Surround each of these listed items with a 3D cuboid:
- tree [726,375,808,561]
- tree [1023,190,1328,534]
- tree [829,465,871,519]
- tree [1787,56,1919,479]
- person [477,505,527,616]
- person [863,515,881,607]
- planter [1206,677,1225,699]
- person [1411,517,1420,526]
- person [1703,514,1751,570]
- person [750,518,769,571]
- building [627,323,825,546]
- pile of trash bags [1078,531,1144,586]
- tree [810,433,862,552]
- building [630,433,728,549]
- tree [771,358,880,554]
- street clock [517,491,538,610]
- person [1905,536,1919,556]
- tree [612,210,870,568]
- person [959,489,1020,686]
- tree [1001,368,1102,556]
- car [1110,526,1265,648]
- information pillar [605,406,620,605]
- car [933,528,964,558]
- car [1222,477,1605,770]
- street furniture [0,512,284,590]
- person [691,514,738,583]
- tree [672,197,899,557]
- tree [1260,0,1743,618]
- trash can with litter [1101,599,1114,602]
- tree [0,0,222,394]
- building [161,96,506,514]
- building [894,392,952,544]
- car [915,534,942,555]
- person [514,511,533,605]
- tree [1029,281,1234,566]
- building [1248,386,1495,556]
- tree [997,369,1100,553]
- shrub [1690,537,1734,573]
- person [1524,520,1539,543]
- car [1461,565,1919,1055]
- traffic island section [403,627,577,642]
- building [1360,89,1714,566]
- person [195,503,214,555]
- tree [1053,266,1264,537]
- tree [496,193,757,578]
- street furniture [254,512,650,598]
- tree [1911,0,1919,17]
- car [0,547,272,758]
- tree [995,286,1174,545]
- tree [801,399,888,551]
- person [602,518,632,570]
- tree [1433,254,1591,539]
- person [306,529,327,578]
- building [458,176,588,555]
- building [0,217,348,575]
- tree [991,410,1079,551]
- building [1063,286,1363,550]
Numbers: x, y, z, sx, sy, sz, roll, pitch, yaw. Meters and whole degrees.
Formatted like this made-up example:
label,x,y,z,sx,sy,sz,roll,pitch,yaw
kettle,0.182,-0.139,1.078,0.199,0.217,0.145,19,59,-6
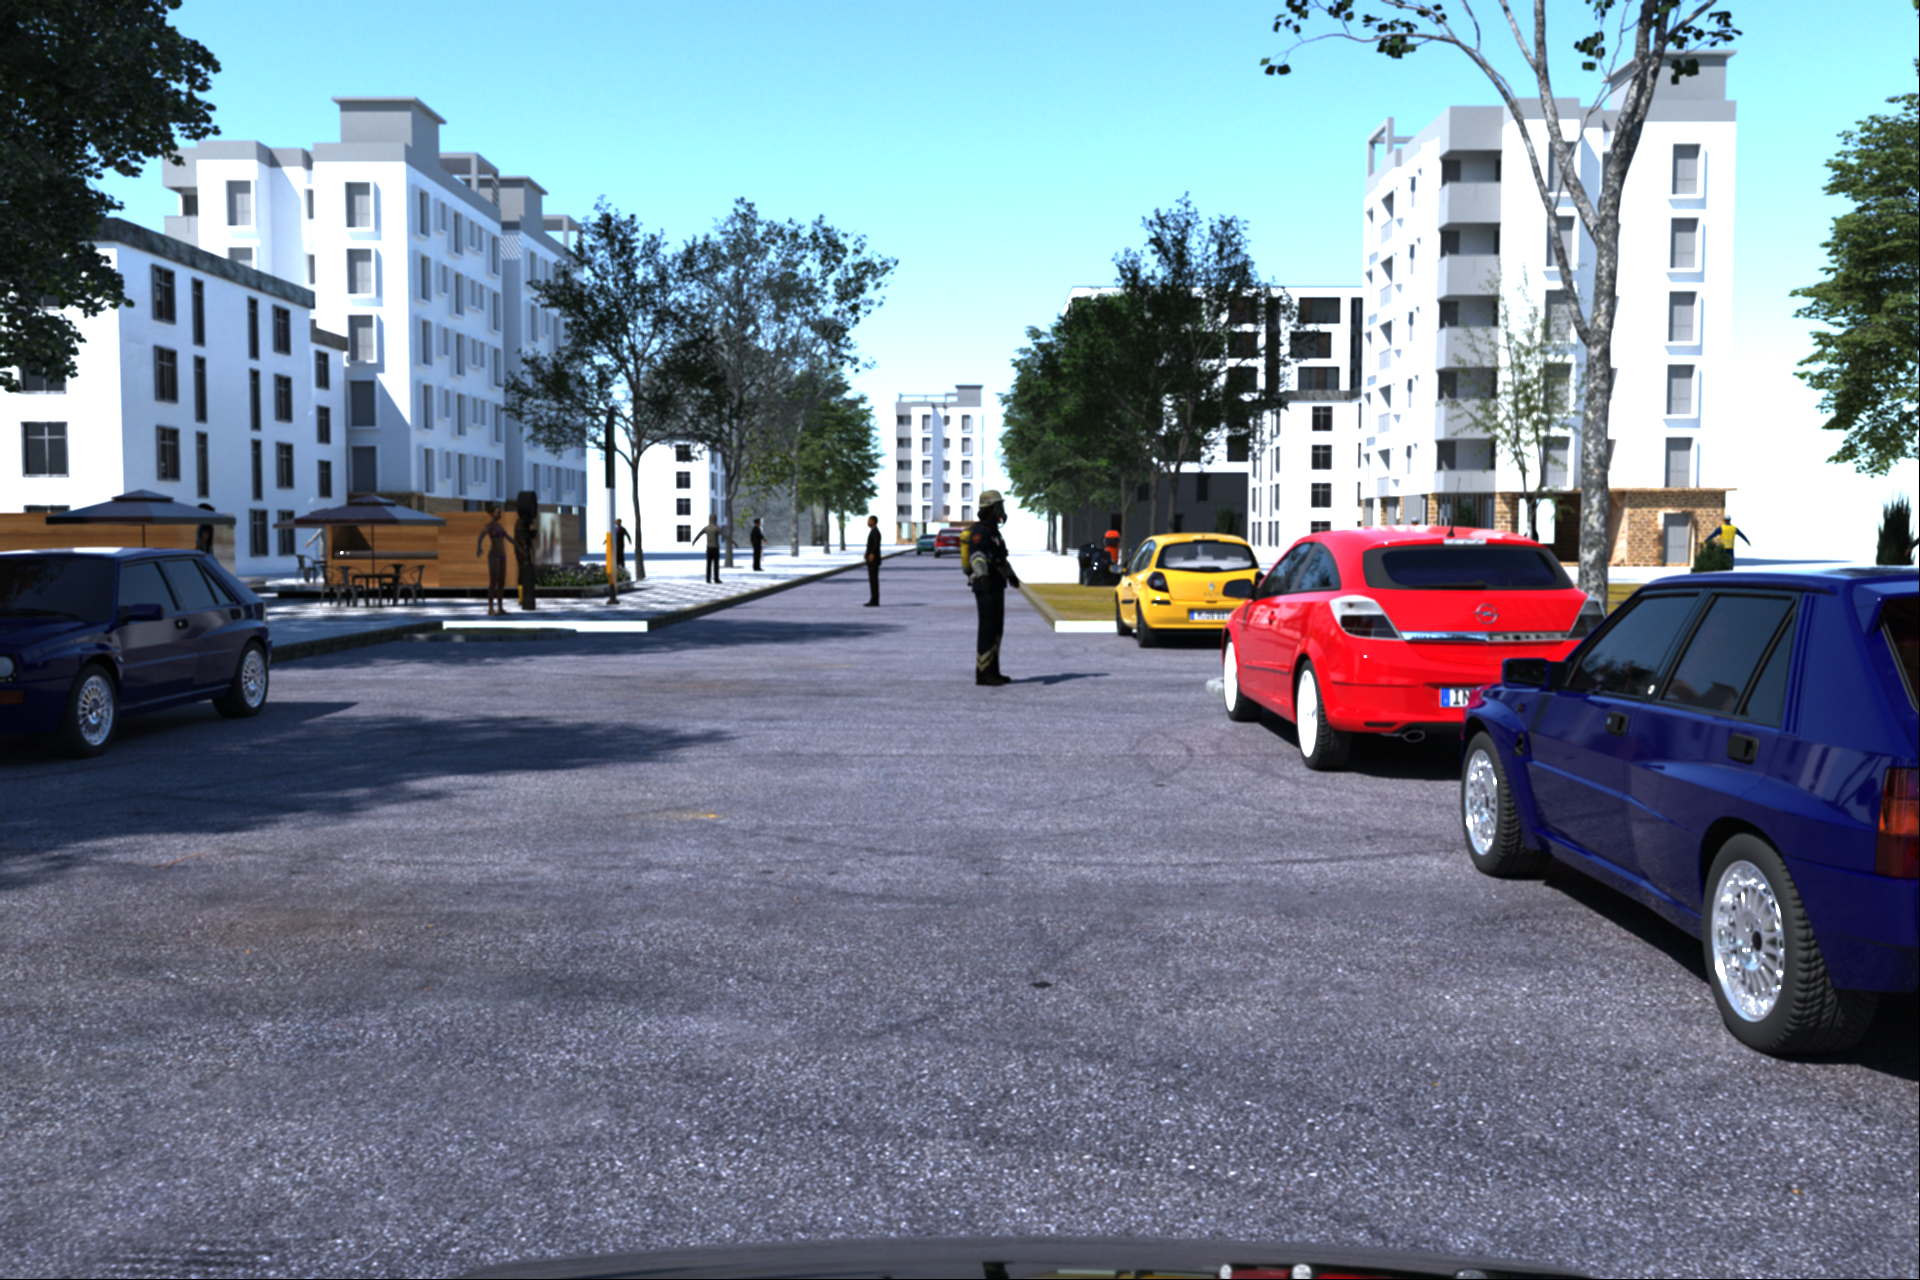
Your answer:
label,x,y,z,sx,sy,sz,roll,pitch,yaw
tree,-9.250,-7.995,81.082,4.737,8.622,4.395,0,3,0
tree,5.796,-6.951,48.057,8.767,10.594,7.601,1,4,9
tree,-14.785,-17.518,220.837,7.601,10.594,8.767,0,4,1
tree,22.437,-7.380,38.793,7.486,12.596,7.792,0,3,0
person,-7.239,-1.254,27.301,0.721,1.733,1.217,1,4,21
person,-1.743,-1.568,34.312,0.704,1.802,1.346,0,4,-8
planter,3.252,0.342,15.552,1.991,0.319,1.994,0,4,0
person,12.963,-2.644,49.688,0.721,1.772,1.216,-1,4,-14
person,21.109,-2.552,47.691,1.349,1.833,0.705,0,4,7
person,-7.019,-3.319,60.193,0.705,1.837,1.347,-2,4,-31
building,-24.576,-21.828,187.820,19.493,23.208,18.063,0,4,0
pile of trash bags,3.942,-2.095,44.012,1.912,1.369,3.447,0,4,1
tree,-8.676,-10.504,122.096,4.737,8.622,4.395,0,3,0
building,-25.436,-13.191,157.818,9.099,9.664,28.070,0,4,0
tree,-9.006,-11.813,111.274,7.486,12.596,7.792,0,3,0
street clock,-7.270,-1.503,29.143,0.358,2.002,0.471,0,4,1
person,16.806,-1.416,29.426,1.348,1.796,0.705,3,4,36
tree,-8.663,-9.485,65.442,12.009,13.543,11.850,0,3,0
person,0.315,-0.504,16.481,0.705,1.856,1.354,1,4,14
tree,6.210,-10.851,103.176,9.928,11.665,9.643,0,3,0
car,3.071,-0.796,23.235,2.015,1.641,3.980,0,4,-1
information pillar,-6.345,-2.454,31.477,0.183,3.616,0.504,0,4,1
car,-0.525,-5.938,105.759,2.281,1.827,5.304,0,4,0
car,2.972,-0.182,12.009,2.155,1.783,4.494,0,4,-1
street furniture,-19.854,-1.842,36.972,9.812,1.723,11.010,-1,4,-10
person,-6.453,-2.396,45.299,1.348,1.813,0.705,1,4,18
tree,-9.981,-14.793,97.747,12.611,20.169,13.585,0,3,0
tree,9.279,-10.392,25.797,12.611,20.169,13.585,0,3,0
trash can with litter,3.519,-1.286,32.091,1.678,1.210,2.233,0,4,-1
tree,-12.288,-6.805,17.915,9.857,13.997,8.962,0,3,0
building,-28.441,-13.453,76.381,16.016,20.090,11.380,0,4,-1
building,-7.985,-22.219,222.149,11.380,20.090,16.016,0,4,-7
car,-2.122,-6.757,122.277,2.131,1.459,4.920,0,3,0
person,-7.910,-1.553,31.523,0.704,1.812,1.346,-1,4,-15
tree,6.801,-8.784,69.381,9.928,11.665,9.643,0,3,0
building,23.464,-9.721,101.084,9.099,9.664,28.070,0,4,0
tree,6.194,-12.032,114.855,7.486,12.596,7.792,0,3,0
shrub,17.256,-1.752,39.755,1.383,1.207,1.383,0,3,0
person,20.807,-3.490,63.245,1.347,1.806,0.705,-3,5,-41
car,3.038,0.396,6.108,1.945,1.354,3.894,0,3,0
traffic island section,-6.431,-0.073,24.061,1.991,0.108,1.994,0,4,1
building,23.983,-13.675,80.007,16.016,20.090,11.380,0,4,0
person,-13.368,-1.495,30.594,0.704,1.843,1.345,-1,4,-20
tree,6.683,-7.510,57.208,7.601,10.594,8.767,-2,4,-23
tree,-9.337,-6.977,48.486,7.601,10.594,8.767,-2,4,-28
street furniture,-9.677,-1.908,38.057,9.812,1.723,11.010,0,4,-1
tree,8.369,-5.552,8.900,7.486,12.596,7.792,0,3,0
car,-6.390,0.018,12.292,1.945,1.354,3.894,0,3,0
tree,6.652,-11.272,90.957,9.857,13.997,8.962,0,3,0
tree,-9.037,-12.609,131.909,9.928,11.665,9.643,0,3,0
person,-11.347,-3.140,57.571,1.346,1.802,0.704,3,4,36
tree,15.033,-5.790,45.034,4.360,8.622,3.978,0,3,0
person,-18.494,-2.704,50.402,0.705,1.806,1.347,1,4,19
building,-27.883,-14.462,92.879,16.016,20.090,11.380,0,4,1
building,-26.844,-7.213,60.080,9.099,9.664,28.070,0,4,0
tree,6.821,-13.454,130.348,12.009,13.543,11.850,0,3,0
building,23.238,-19.286,159.304,27.936,21.610,32.646,0,3,0
